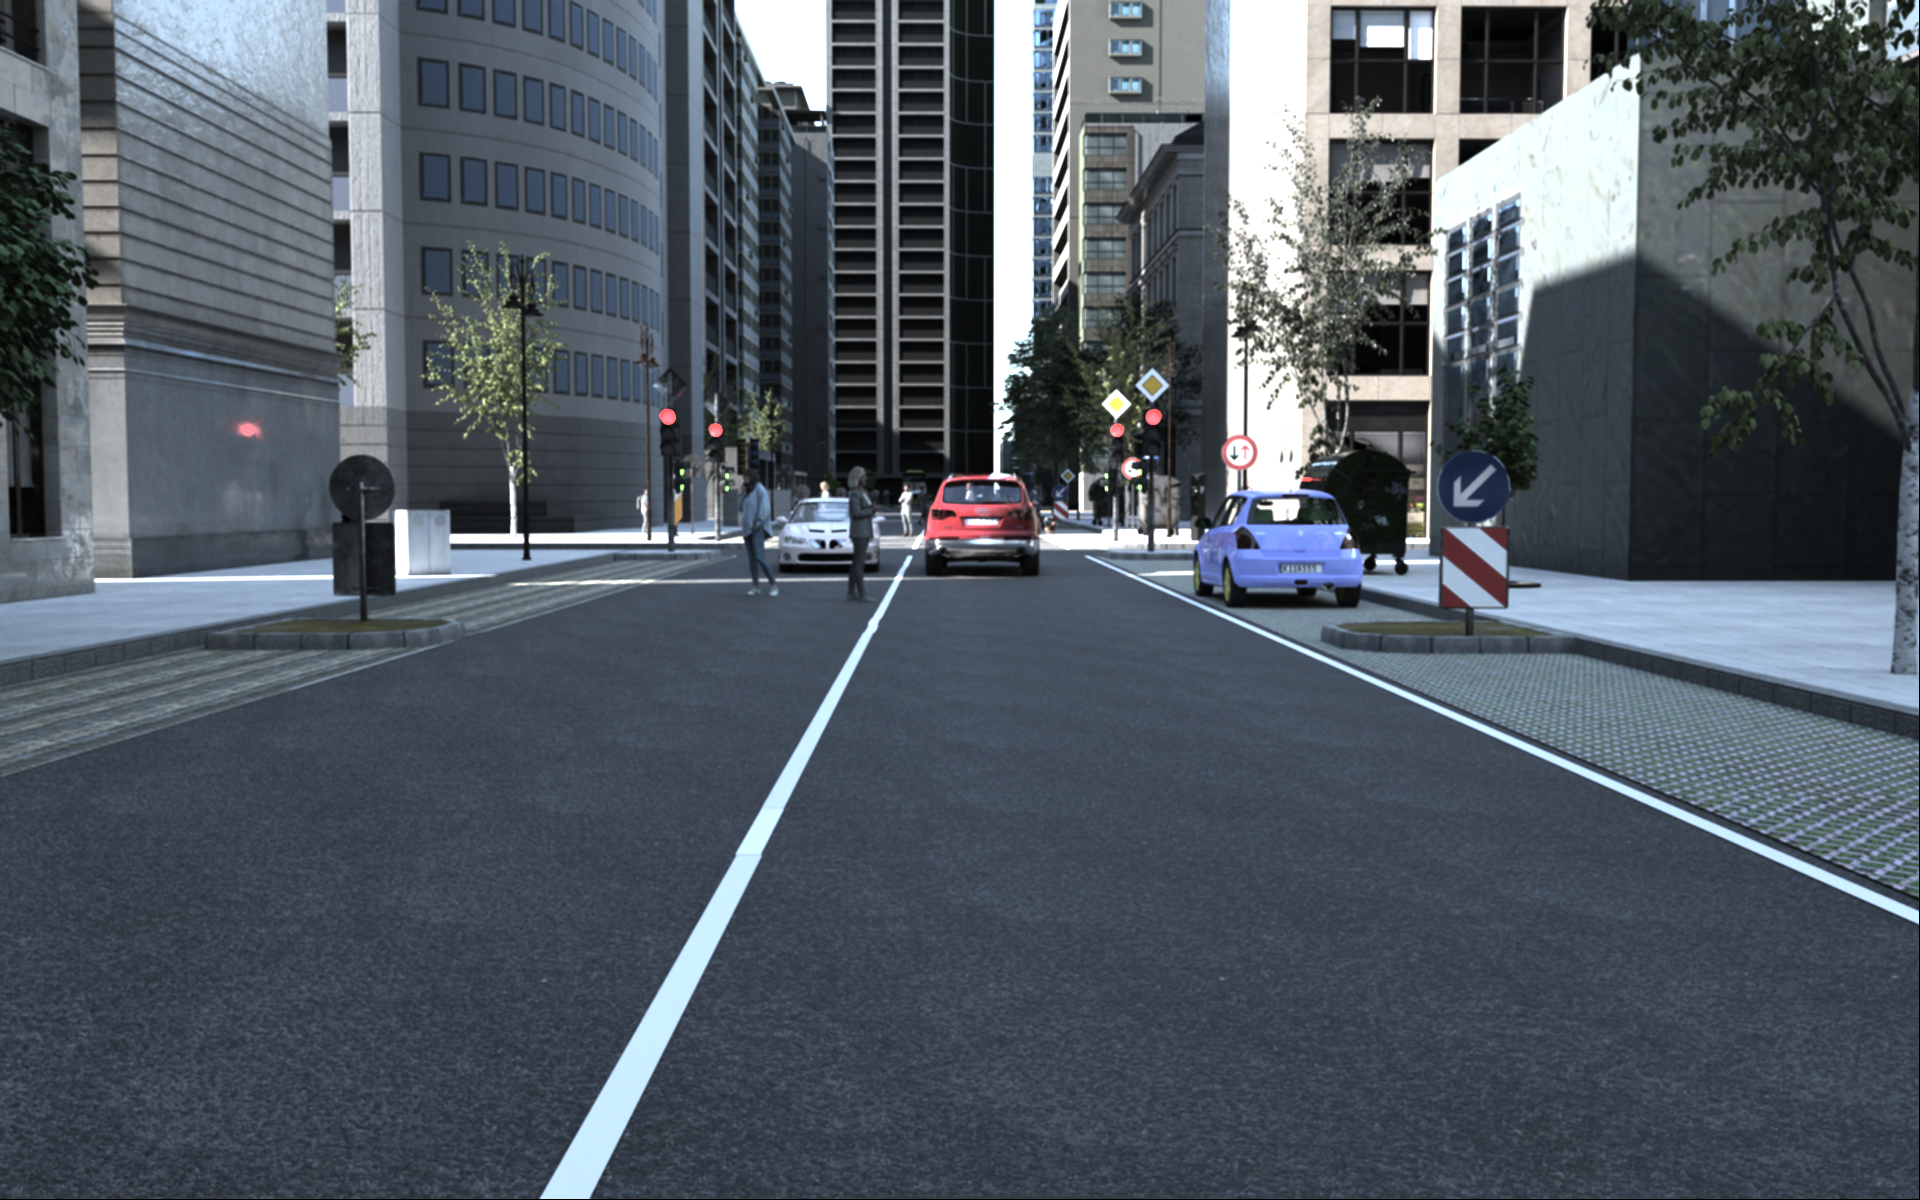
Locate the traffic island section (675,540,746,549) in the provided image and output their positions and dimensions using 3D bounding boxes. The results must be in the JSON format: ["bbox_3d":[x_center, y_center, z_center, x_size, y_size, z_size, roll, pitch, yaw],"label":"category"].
[{"bbox_3d":[-6.526,-1.486,46.584,2.009,0.180,2.903,0,4,-1],"label":"traffic island section"}]

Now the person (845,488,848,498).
[{"bbox_3d":[-10.895,-9.715,164.888,1.348,1.822,0.705,-1,4,-18],"label":"person"}]

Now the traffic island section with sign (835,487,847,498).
[{"bbox_3d":[-6.679,-5.476,98.155,1.989,1.847,2.006,0,4,-1],"label":"traffic island section with sign"}]

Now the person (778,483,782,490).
[{"bbox_3d":[-9.422,-5.159,90.162,0.659,1.850,0.755,2,4,35],"label":"person"}]

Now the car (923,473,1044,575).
[{"bbox_3d":[0.427,-1.434,32.122,2.281,1.827,5.304,0,4,1],"label":"car"}]

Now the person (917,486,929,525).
[{"bbox_3d":[-1.679,-4.404,80.599,0.767,1.812,0.694,-2,4,-26],"label":"person"}]

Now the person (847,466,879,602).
[{"bbox_3d":[-1.276,-0.888,23.210,0.526,1.800,0.537,1,4,22],"label":"person"}]

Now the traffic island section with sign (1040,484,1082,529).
[{"bbox_3d":[3.982,-3.837,71.358,1.989,1.847,2.006,0,4,-1],"label":"traffic island section with sign"}]

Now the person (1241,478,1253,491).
[{"bbox_3d":[8.400,-2.739,51.244,0.576,1.772,0.534,-2,4,-30],"label":"person"}]

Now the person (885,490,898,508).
[{"bbox_3d":[-6.757,-9.955,170.896,1.348,1.869,0.705,0,4,7],"label":"person"}]

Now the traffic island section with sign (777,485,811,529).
[{"bbox_3d":[-6.428,-3.827,71.201,1.989,1.847,2.006,0,4,-1],"label":"traffic island section with sign"}]

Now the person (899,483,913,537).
[{"bbox_3d":[-1.828,-3.036,58.323,0.511,1.800,0.466,2,4,32],"label":"person"}]

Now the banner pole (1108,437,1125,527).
[{"bbox_3d":[5.970,-4.688,66.657,0.863,3.779,0.401,0,4,-8],"label":"banner pole"}]

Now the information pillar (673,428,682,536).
[{"bbox_3d":[-8.688,-3.761,52.843,0.183,3.616,0.504,3,4,37],"label":"information pillar"}]

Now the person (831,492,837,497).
[{"bbox_3d":[-11.164,-8.829,153.618,0.991,1.433,0.599,-1,4,-9],"label":"person"}]

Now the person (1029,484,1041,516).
[{"bbox_3d":[2.691,-3.304,62.698,0.419,1.800,0.721,2,4,29],"label":"person"}]

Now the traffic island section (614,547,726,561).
[{"bbox_3d":[-6.451,-0.998,38.599,2.009,0.180,2.903,0,4,-1],"label":"traffic island section"}]

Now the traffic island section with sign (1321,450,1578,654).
[{"bbox_3d":[4.509,-0.473,16.370,1.989,1.847,2.006,0,4,-1],"label":"traffic island section with sign"}]

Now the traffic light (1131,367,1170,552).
[{"bbox_3d":[4.250,-3.037,38.580,0.839,4.253,0.868,0,4,-1],"label":"traffic light"}]

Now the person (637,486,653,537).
[{"bbox_3d":[-9.447,-2.663,52.172,0.523,1.515,0.503,-2,4,-28],"label":"person"}]

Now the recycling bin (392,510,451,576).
[{"bbox_3d":[-8.551,-0.915,27.508,0.722,1.027,0.722,-2,4,-35],"label":"recycling bin"}]

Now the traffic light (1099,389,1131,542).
[{"bbox_3d":[4.175,-3.526,46.565,0.839,4.253,0.868,0,4,-1],"label":"traffic light"}]

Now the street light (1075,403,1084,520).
[{"bbox_3d":[5.848,-6.894,85.505,0.468,5.910,1.993,0,4,-1],"label":"street light"}]

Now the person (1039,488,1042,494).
[{"bbox_3d":[6.790,-8.605,146.764,0.705,1.821,1.348,0,4,-6],"label":"person"}]

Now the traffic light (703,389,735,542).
[{"bbox_3d":[-6.486,-3.519,46.449,0.839,4.253,0.868,0,4,-1],"label":"traffic light"}]

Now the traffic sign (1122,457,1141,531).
[{"bbox_3d":[6.025,-3.686,60.364,0.768,2.556,0.104,0,4,3],"label":"traffic sign"}]

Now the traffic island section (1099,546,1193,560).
[{"bbox_3d":[4.290,-1.004,38.695,2.009,0.180,2.903,0,4,-1],"label":"traffic island section"}]

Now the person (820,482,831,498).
[{"bbox_3d":[-3.948,-2.606,51.297,0.728,1.800,0.709,-1,4,-21],"label":"person"}]

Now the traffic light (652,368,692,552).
[{"bbox_3d":[-6.411,-3.030,38.465,0.839,4.253,0.868,0,4,-1],"label":"traffic light"}]

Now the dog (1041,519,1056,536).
[{"bbox_3d":[3.053,-2.417,58.798,0.406,0.507,0.540,0,4,3],"label":"dog"}]

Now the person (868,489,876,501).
[{"bbox_3d":[-7.023,-7.812,136.242,0.705,1.823,1.348,-2,4,-27],"label":"person"}]

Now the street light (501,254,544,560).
[{"bbox_3d":[-8.439,-3.717,33.563,0.468,5.910,1.993,0,4,-1],"label":"street light"}]

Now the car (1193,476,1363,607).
[{"bbox_3d":[4.160,-0.828,23.126,1.945,1.707,3.694,0,4,-1],"label":"car"}]

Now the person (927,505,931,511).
[{"bbox_3d":[-1.708,-5.070,96.077,0.332,1.250,0.352,0,4,6],"label":"person"}]

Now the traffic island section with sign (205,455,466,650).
[{"bbox_3d":[-5.921,-0.498,16.764,1.989,1.847,2.006,0,4,-1],"label":"traffic island section with sign"}]

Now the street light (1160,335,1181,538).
[{"bbox_3d":[6.132,-4.761,50.634,0.468,5.910,1.993,0,4,-1],"label":"street light"}]

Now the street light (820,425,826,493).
[{"bbox_3d":[-9.238,-8.793,116.554,0.468,5.910,1.993,0,4,-1],"label":"street light"}]

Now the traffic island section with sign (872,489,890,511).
[{"bbox_3d":[-7.163,-8.558,148.555,1.989,1.847,2.006,0,4,-1],"label":"traffic island section with sign"}]

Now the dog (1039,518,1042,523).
[{"bbox_3d":[3.261,-2.863,66.099,0.540,0.507,0.406,0,4,7],"label":"dog"}]

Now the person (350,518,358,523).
[{"bbox_3d":[-12.065,-1.737,34.628,0.473,1.802,0.592,-1,4,-11],"label":"person"}]

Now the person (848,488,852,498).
[{"bbox_3d":[-5.203,-4.496,81.868,0.748,1.841,0.638,1,4,11],"label":"person"}]

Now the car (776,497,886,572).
[{"bbox_3d":[-2.477,-1.287,33.400,2.083,1.381,4.827,0,4,-2],"label":"car"}]

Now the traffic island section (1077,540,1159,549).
[{"bbox_3d":[4.215,-1.492,46.680,2.009,0.180,2.903,0,4,-1],"label":"traffic island section"}]

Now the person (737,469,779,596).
[{"bbox_3d":[-2.855,-0.963,24.516,0.793,1.790,0.793,1,4,20],"label":"person"}]

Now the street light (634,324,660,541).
[{"bbox_3d":[-8.501,-4.551,47.197,0.468,5.910,1.993,0,4,-1],"label":"street light"}]

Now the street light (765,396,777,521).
[{"bbox_3d":[-8.899,-6.675,81.931,0.468,5.910,1.993,0,4,-1],"label":"street light"}]

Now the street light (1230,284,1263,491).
[{"bbox_3d":[6.305,-4.003,38.236,0.468,5.910,1.993,0,4,-1],"label":"street light"}]

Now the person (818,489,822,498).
[{"bbox_3d":[-10.075,-7.361,127.178,0.721,1.735,1.217,-2,4,-35],"label":"person"}]
